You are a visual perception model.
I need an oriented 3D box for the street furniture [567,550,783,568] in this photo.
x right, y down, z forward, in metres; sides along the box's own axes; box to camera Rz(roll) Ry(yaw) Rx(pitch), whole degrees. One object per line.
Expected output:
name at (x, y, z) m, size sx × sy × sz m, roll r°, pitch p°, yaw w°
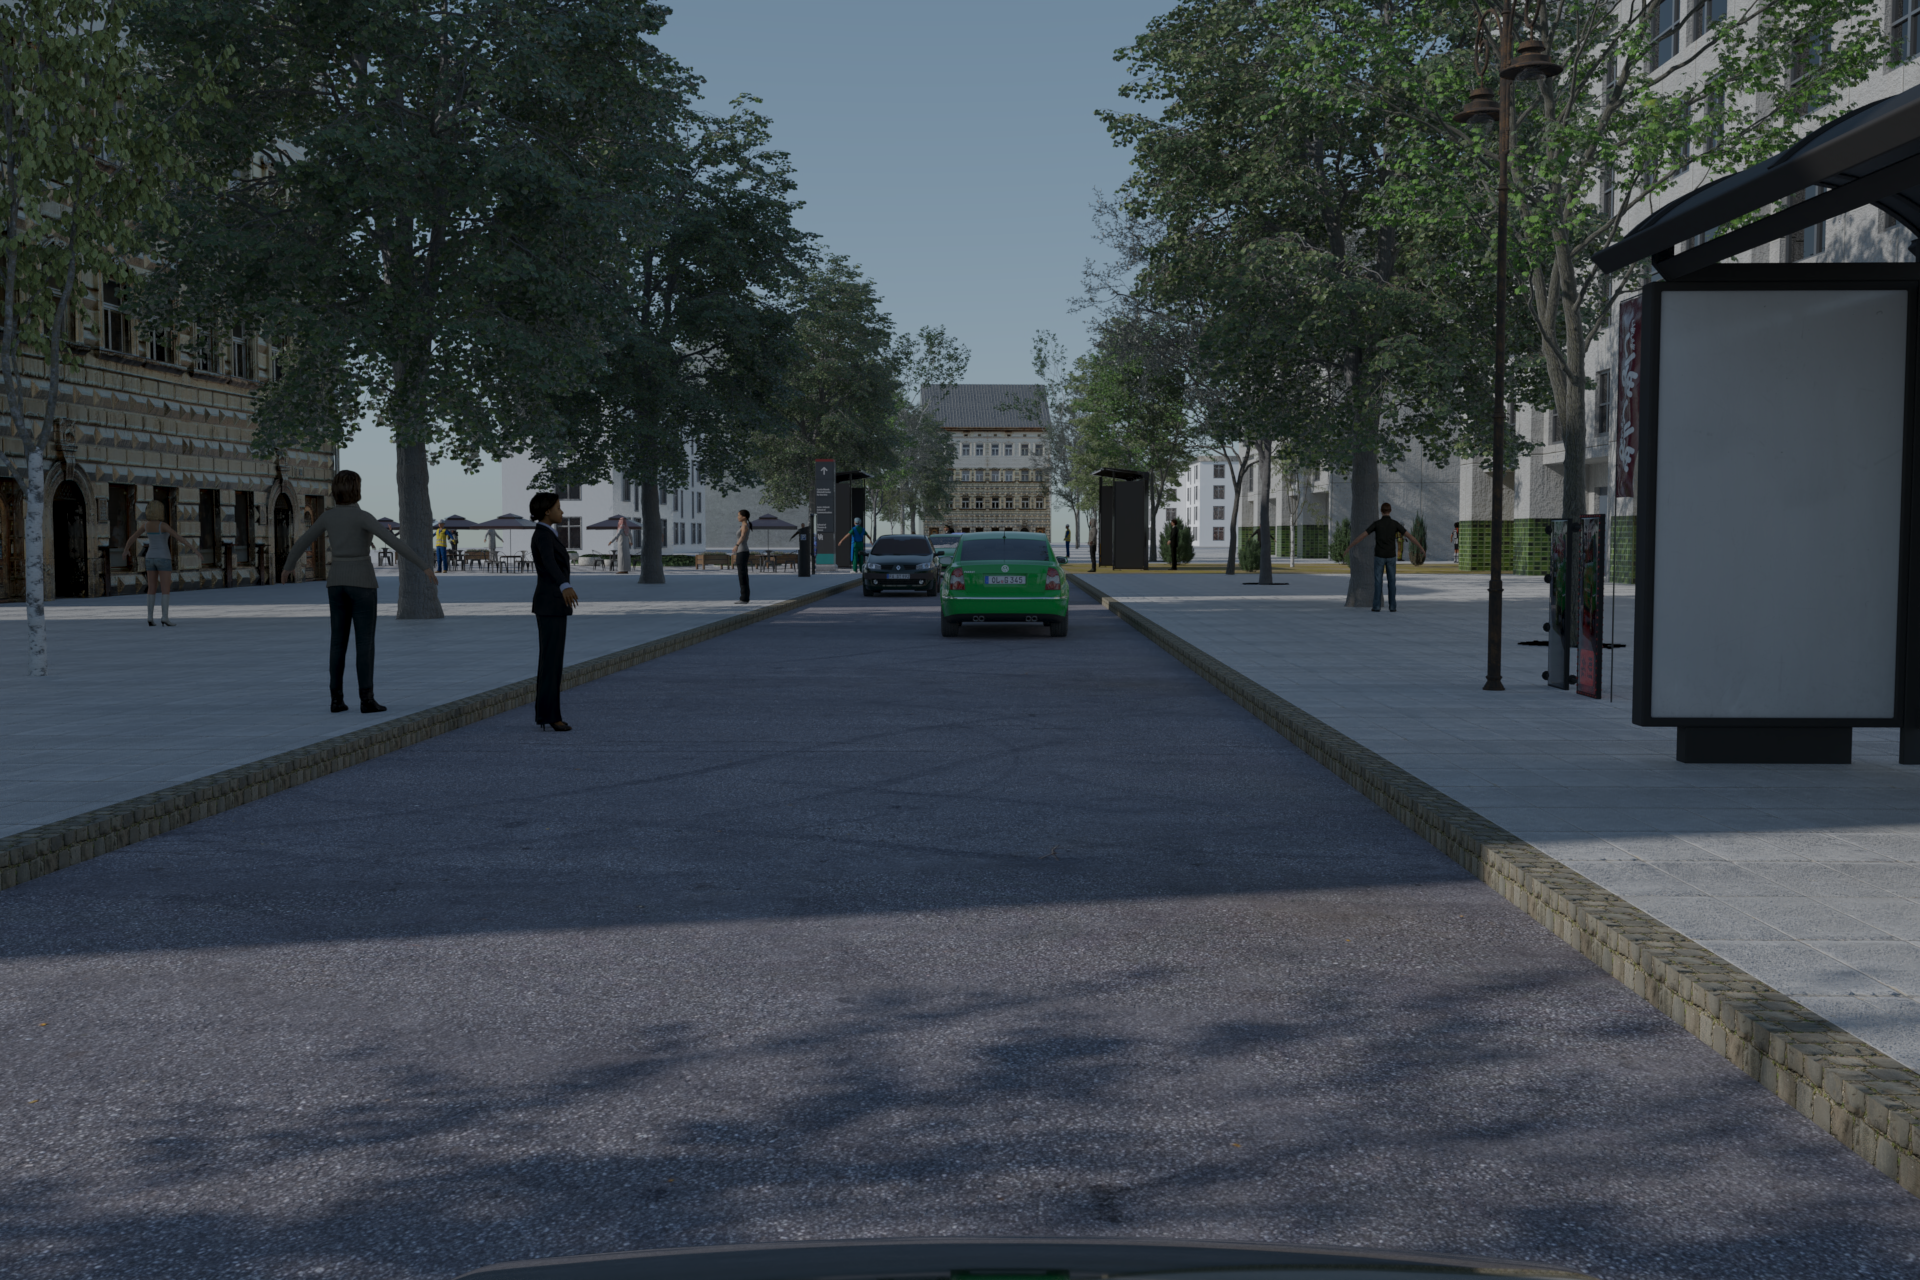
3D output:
street furniture at (-12.378, -3.332, 70.108) m, size 10.072 × 0.657 × 5.734 m, roll 2°, pitch 4°, yaw 34°

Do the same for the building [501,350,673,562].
building at (-19.654, -9.171, 92.097) m, size 9.099 × 9.664 × 28.070 m, roll 0°, pitch 4°, yaw 2°

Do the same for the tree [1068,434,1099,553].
tree at (9.414, -10.230, 117.620) m, size 4.360 × 8.622 × 3.978 m, roll 0°, pitch 3°, yaw 0°

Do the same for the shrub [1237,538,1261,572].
shrub at (9.751, -2.871, 58.058) m, size 1.383 × 1.207 × 1.383 m, roll 0°, pitch 3°, yaw 0°

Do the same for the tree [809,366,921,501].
tree at (-6.226, -11.065, 106.668) m, size 9.928 × 11.665 × 9.643 m, roll 0°, pitch 3°, yaw 0°

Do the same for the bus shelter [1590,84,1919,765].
bus shelter at (4.512, -0.808, 7.128) m, size 2.014 × 3.302 × 5.546 m, roll 0°, pitch 4°, yaw 2°

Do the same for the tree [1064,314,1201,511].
tree at (8.915, -10.492, 89.669) m, size 7.486 × 12.596 × 7.792 m, roll 0°, pitch 3°, yaw 0°

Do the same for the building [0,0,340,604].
building at (-26.577, -12.700, 38.578) m, size 19.493 × 23.208 × 18.063 m, roll 0°, pitch 4°, yaw 1°

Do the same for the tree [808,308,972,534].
tree at (-6.085, -17.622, 144.010) m, size 12.611 × 20.169 × 13.585 m, roll 0°, pitch 3°, yaw 0°

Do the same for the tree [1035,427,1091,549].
tree at (10.275, -13.193, 150.109) m, size 8.767 × 10.594 × 7.601 m, roll 1°, pitch 4°, yaw 20°

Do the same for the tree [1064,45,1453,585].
tree at (7.677, -8.146, 43.564) m, size 12.009 × 13.543 × 11.850 m, roll 0°, pitch 3°, yaw 0°

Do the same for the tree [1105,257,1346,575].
tree at (8.638, -7.320, 54.102) m, size 8.767 × 10.594 × 7.601 m, roll -1°, pitch 4°, yaw -19°

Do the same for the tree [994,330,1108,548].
tree at (9.690, -18.686, 161.401) m, size 12.611 × 20.169 × 13.585 m, roll 0°, pitch 3°, yaw 0°

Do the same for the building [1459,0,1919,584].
building at (25.536, -10.916, 44.931) m, size 16.747 × 18.905 × 31.486 m, roll 0°, pitch 4°, yaw 2°

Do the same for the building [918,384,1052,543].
building at (3.305, -25.607, 252.062) m, size 18.063 × 23.208 × 19.493 m, roll 0°, pitch 4°, yaw -3°

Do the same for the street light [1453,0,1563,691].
street light at (4.392, -2.525, 14.071) m, size 0.468 × 5.910 × 1.993 m, roll 0°, pitch 4°, yaw 2°

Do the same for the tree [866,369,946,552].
tree at (-5.941, -12.957, 122.215) m, size 12.009 × 13.543 × 11.850 m, roll 0°, pitch 3°, yaw 0°

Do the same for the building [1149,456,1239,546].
building at (26.716, -15.749, 199.645) m, size 9.099 × 9.664 × 28.070 m, roll 0°, pitch 4°, yaw 1°

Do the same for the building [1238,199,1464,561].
building at (26.332, -14.135, 97.566) m, size 16.747 × 18.905 × 31.486 m, roll 0°, pitch 4°, yaw 1°

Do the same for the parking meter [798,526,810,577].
parking meter at (-4.665, -2.655, 51.827) m, size 0.372 × 1.533 × 0.369 m, roll 0°, pitch 3°, yaw 0°

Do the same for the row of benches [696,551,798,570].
row of benches at (-7.813, -2.926, 63.310) m, size 4.104 × 0.672 × 1.422 m, roll -2°, pitch 4°, yaw -34°

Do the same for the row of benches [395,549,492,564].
row of benches at (-21.988, -3.583, 74.046) m, size 4.104 × 0.672 × 1.422 m, roll 0°, pitch 4°, yaw -7°

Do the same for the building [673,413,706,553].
building at (-23.080, -11.314, 127.123) m, size 9.099 × 9.664 × 28.070 m, roll 0°, pitch 4°, yaw 2°

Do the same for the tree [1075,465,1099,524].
tree at (10.737, -11.730, 142.143) m, size 4.360 × 8.622 × 3.978 m, roll 0°, pitch 3°, yaw 0°

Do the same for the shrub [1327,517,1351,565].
shrub at (16.096, -4.137, 72.052) m, size 1.690 × 2.028 × 1.600 m, roll 0°, pitch 3°, yaw 0°

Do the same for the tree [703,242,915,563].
tree at (-6.619, -10.459, 77.667) m, size 9.857 × 13.997 × 8.962 m, roll 0°, pitch 3°, yaw 0°

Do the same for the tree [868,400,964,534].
tree at (-4.534, -15.643, 162.414) m, size 9.857 × 13.997 × 8.962 m, roll 0°, pitch 3°, yaw 0°

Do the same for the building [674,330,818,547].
building at (-22.196, -21.288, 178.981) m, size 19.493 × 23.208 × 18.063 m, roll 0°, pitch 4°, yaw 2°

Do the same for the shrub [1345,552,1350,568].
shrub at (13.674, -2.950, 59.346) m, size 1.383 × 1.207 × 1.383 m, roll 0°, pitch 3°, yaw 0°

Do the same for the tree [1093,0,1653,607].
tree at (7.214, -7.548, 30.066) m, size 9.857 × 13.997 × 8.962 m, roll 0°, pitch 3°, yaw 0°

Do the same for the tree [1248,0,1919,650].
tree at (6.827, -5.730, 19.448) m, size 9.928 × 11.665 × 9.643 m, roll 0°, pitch 3°, yaw 0°

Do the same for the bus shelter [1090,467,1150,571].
bus shelter at (5.870, -4.442, 63.907) m, size 1.731 × 3.624 × 6.357 m, roll 0°, pitch 3°, yaw 0°

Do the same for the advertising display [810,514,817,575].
advertising display at (-4.658, -3.057, 55.196) m, size 0.123 × 1.923 × 0.974 m, roll 0°, pitch 4°, yaw 1°

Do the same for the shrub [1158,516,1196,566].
shrub at (8.839, -4.067, 70.530) m, size 1.661 × 2.075 × 1.752 m, roll 0°, pitch 3°, yaw 0°

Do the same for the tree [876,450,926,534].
tree at (-5.379, -11.181, 133.174) m, size 4.360 × 8.622 × 3.978 m, roll 0°, pitch 3°, yaw 0°

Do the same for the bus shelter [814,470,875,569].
bus shelter at (-4.393, -4.607, 66.604) m, size 1.731 × 3.624 × 6.357 m, roll 0°, pitch 4°, yaw 2°

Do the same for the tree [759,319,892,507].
tree at (-7.220, -10.481, 89.494) m, size 7.486 × 12.596 × 7.792 m, roll 0°, pitch 3°, yaw 0°
